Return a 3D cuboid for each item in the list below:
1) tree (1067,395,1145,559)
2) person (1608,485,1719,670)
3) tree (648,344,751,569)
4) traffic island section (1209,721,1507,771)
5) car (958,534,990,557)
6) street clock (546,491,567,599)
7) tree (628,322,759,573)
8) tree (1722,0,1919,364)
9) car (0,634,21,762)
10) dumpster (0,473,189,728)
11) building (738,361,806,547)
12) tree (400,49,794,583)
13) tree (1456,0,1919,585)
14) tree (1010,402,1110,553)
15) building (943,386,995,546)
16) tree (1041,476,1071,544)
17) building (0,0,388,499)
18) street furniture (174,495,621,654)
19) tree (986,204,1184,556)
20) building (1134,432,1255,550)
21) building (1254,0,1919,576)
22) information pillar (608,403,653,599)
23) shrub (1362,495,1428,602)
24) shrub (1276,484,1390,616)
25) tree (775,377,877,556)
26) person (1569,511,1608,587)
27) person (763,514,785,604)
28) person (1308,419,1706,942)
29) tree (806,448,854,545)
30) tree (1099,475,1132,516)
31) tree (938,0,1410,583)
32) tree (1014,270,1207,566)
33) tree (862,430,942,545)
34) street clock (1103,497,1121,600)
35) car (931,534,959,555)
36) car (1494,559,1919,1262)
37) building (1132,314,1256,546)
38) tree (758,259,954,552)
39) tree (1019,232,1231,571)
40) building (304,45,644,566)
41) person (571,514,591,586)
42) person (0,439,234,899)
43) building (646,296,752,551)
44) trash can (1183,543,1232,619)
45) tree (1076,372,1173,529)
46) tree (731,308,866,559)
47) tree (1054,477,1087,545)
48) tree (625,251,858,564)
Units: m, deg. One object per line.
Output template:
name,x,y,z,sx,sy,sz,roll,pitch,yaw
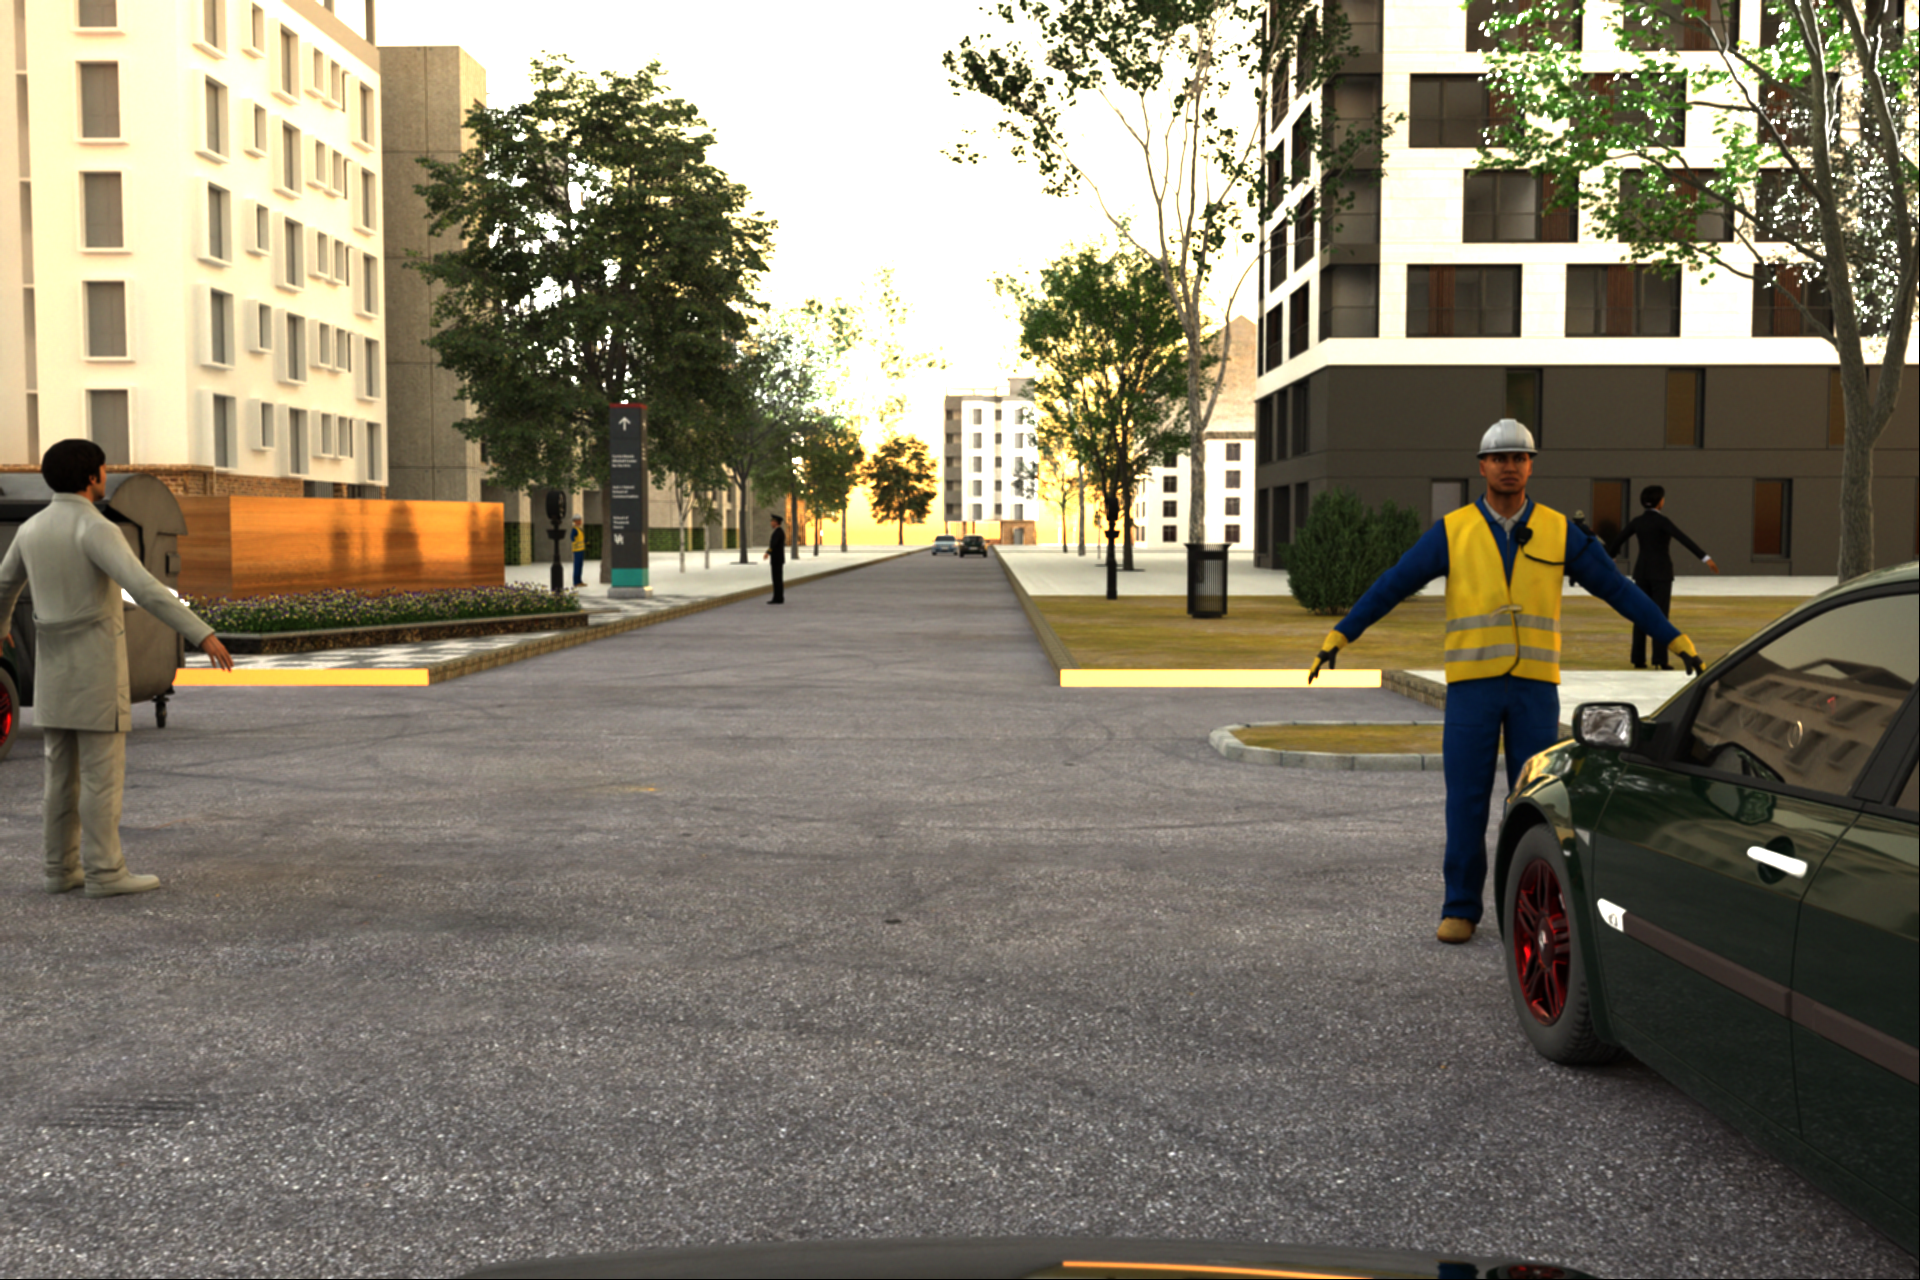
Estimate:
tree,7.372,-8.471,88.869,4.737,8.622,4.395,0,3,0
person,6.623,-0.594,16.439,0.721,1.740,1.216,-2,4,-31
tree,-9.147,-6.948,63.956,4.360,8.622,3.978,0,3,0
traffic island section,2.697,0.696,11.485,1.991,0.108,1.994,0,4,1
car,0.845,-6.001,107.903,2.009,1.686,4.222,0,4,1
street clock,-6.767,-1.498,29.060,0.358,2.002,0.471,0,4,1
tree,-9.418,-6.553,57.500,4.360,8.622,3.978,0,3,0
tree,17.812,-7.250,28.912,12.009,13.543,11.850,0,3,0
car,-6.832,0.029,9.306,2.009,1.686,4.222,0,4,1
dumpster,-6.621,-0.249,12.279,1.865,1.857,1.264,0,4,1
building,-26.777,-21.656,185.011,19.493,23.208,18.063,0,4,1
tree,-9.201,-8.454,44.884,9.857,13.997,8.962,0,3,0
tree,8.383,-5.501,15.694,9.928,11.665,9.643,0,3,0
tree,6.892,-11.258,118.488,7.601,10.594,8.767,0,4,-8
building,-1.799,-21.663,213.073,11.380,20.090,16.016,0,4,2
tree,12.014,-16.061,212.957,4.737,8.622,4.395,0,3,0
building,-25.064,-11.664,47.134,16.016,20.090,11.380,0,4,0
street furniture,-9.160,-0.883,21.285,11.010,1.723,9.812,1,4,22
tree,7.582,-14.970,100.655,12.611,20.169,13.585,0,3,0
building,21.266,-13.073,155.895,9.099,9.664,28.070,0,4,1
building,25.299,-13.722,68.325,27.936,21.610,32.646,0,4,1
information pillar,-6.605,-2.766,34.595,0.750,3.857,0.750,0,4,1
shrub,8.236,-1.749,33.013,1.690,2.028,1.600,0,3,0
shrub,5.907,-1.428,27.395,1.661,2.075,1.752,0,3,0
tree,-8.185,-10.234,101.744,7.601,10.594,8.767,-3,4,-36
person,15.128,-2.237,42.359,1.354,1.856,0.705,2,4,35
person,-3.788,-1.666,35.627,0.705,1.837,1.347,0,4,6
person,1.912,0.143,6.096,1.349,1.833,0.705,1,4,11
tree,-16.582,-17.917,211.063,7.486,12.596,7.792,0,3,0
tree,20.230,-16.750,208.274,7.601,10.594,8.767,0,4,6
tree,5.009,-11.502,43.942,12.611,20.169,13.585,0,3,0
tree,5.960,-8.758,68.956,9.928,11.665,9.643,0,3,0
tree,-7.100,-18.607,210.877,9.857,13.997,8.962,0,3,0
street clock,2.981,-1.797,33.957,0.358,2.002,0.471,0,4,-1
car,-1.008,-6.558,119.219,2.014,1.417,4.499,0,4,1
car,2.428,0.385,3.497,2.009,1.686,4.222,0,4,0
building,28.179,-21.484,182.193,19.493,23.208,18.063,0,4,1
tree,-7.224,-16.133,119.667,12.611,20.169,13.585,0,3,0
tree,5.738,-8.219,60.141,9.928,11.665,9.643,0,3,0
building,-26.003,-12.998,78.979,16.747,18.905,31.486,0,4,2
person,-9.299,-2.206,42.531,0.721,1.772,1.216,0,4,5
person,-3.482,0.105,6.921,1.347,1.806,0.705,2,4,24
building,-28.216,-17.037,145.005,16.747,18.905,31.486,0,4,2
trash can,3.768,-0.901,26.378,0.748,1.137,0.748,0,3,0
tree,7.040,-7.755,77.165,4.737,8.622,4.395,0,3,0
tree,-8.826,-10.378,87.809,7.486,12.596,7.792,0,3,0
tree,13.493,-15.767,208.149,4.737,8.622,4.395,0,3,0
tree,-9.430,-10.049,74.669,12.009,13.543,11.850,0,3,0
